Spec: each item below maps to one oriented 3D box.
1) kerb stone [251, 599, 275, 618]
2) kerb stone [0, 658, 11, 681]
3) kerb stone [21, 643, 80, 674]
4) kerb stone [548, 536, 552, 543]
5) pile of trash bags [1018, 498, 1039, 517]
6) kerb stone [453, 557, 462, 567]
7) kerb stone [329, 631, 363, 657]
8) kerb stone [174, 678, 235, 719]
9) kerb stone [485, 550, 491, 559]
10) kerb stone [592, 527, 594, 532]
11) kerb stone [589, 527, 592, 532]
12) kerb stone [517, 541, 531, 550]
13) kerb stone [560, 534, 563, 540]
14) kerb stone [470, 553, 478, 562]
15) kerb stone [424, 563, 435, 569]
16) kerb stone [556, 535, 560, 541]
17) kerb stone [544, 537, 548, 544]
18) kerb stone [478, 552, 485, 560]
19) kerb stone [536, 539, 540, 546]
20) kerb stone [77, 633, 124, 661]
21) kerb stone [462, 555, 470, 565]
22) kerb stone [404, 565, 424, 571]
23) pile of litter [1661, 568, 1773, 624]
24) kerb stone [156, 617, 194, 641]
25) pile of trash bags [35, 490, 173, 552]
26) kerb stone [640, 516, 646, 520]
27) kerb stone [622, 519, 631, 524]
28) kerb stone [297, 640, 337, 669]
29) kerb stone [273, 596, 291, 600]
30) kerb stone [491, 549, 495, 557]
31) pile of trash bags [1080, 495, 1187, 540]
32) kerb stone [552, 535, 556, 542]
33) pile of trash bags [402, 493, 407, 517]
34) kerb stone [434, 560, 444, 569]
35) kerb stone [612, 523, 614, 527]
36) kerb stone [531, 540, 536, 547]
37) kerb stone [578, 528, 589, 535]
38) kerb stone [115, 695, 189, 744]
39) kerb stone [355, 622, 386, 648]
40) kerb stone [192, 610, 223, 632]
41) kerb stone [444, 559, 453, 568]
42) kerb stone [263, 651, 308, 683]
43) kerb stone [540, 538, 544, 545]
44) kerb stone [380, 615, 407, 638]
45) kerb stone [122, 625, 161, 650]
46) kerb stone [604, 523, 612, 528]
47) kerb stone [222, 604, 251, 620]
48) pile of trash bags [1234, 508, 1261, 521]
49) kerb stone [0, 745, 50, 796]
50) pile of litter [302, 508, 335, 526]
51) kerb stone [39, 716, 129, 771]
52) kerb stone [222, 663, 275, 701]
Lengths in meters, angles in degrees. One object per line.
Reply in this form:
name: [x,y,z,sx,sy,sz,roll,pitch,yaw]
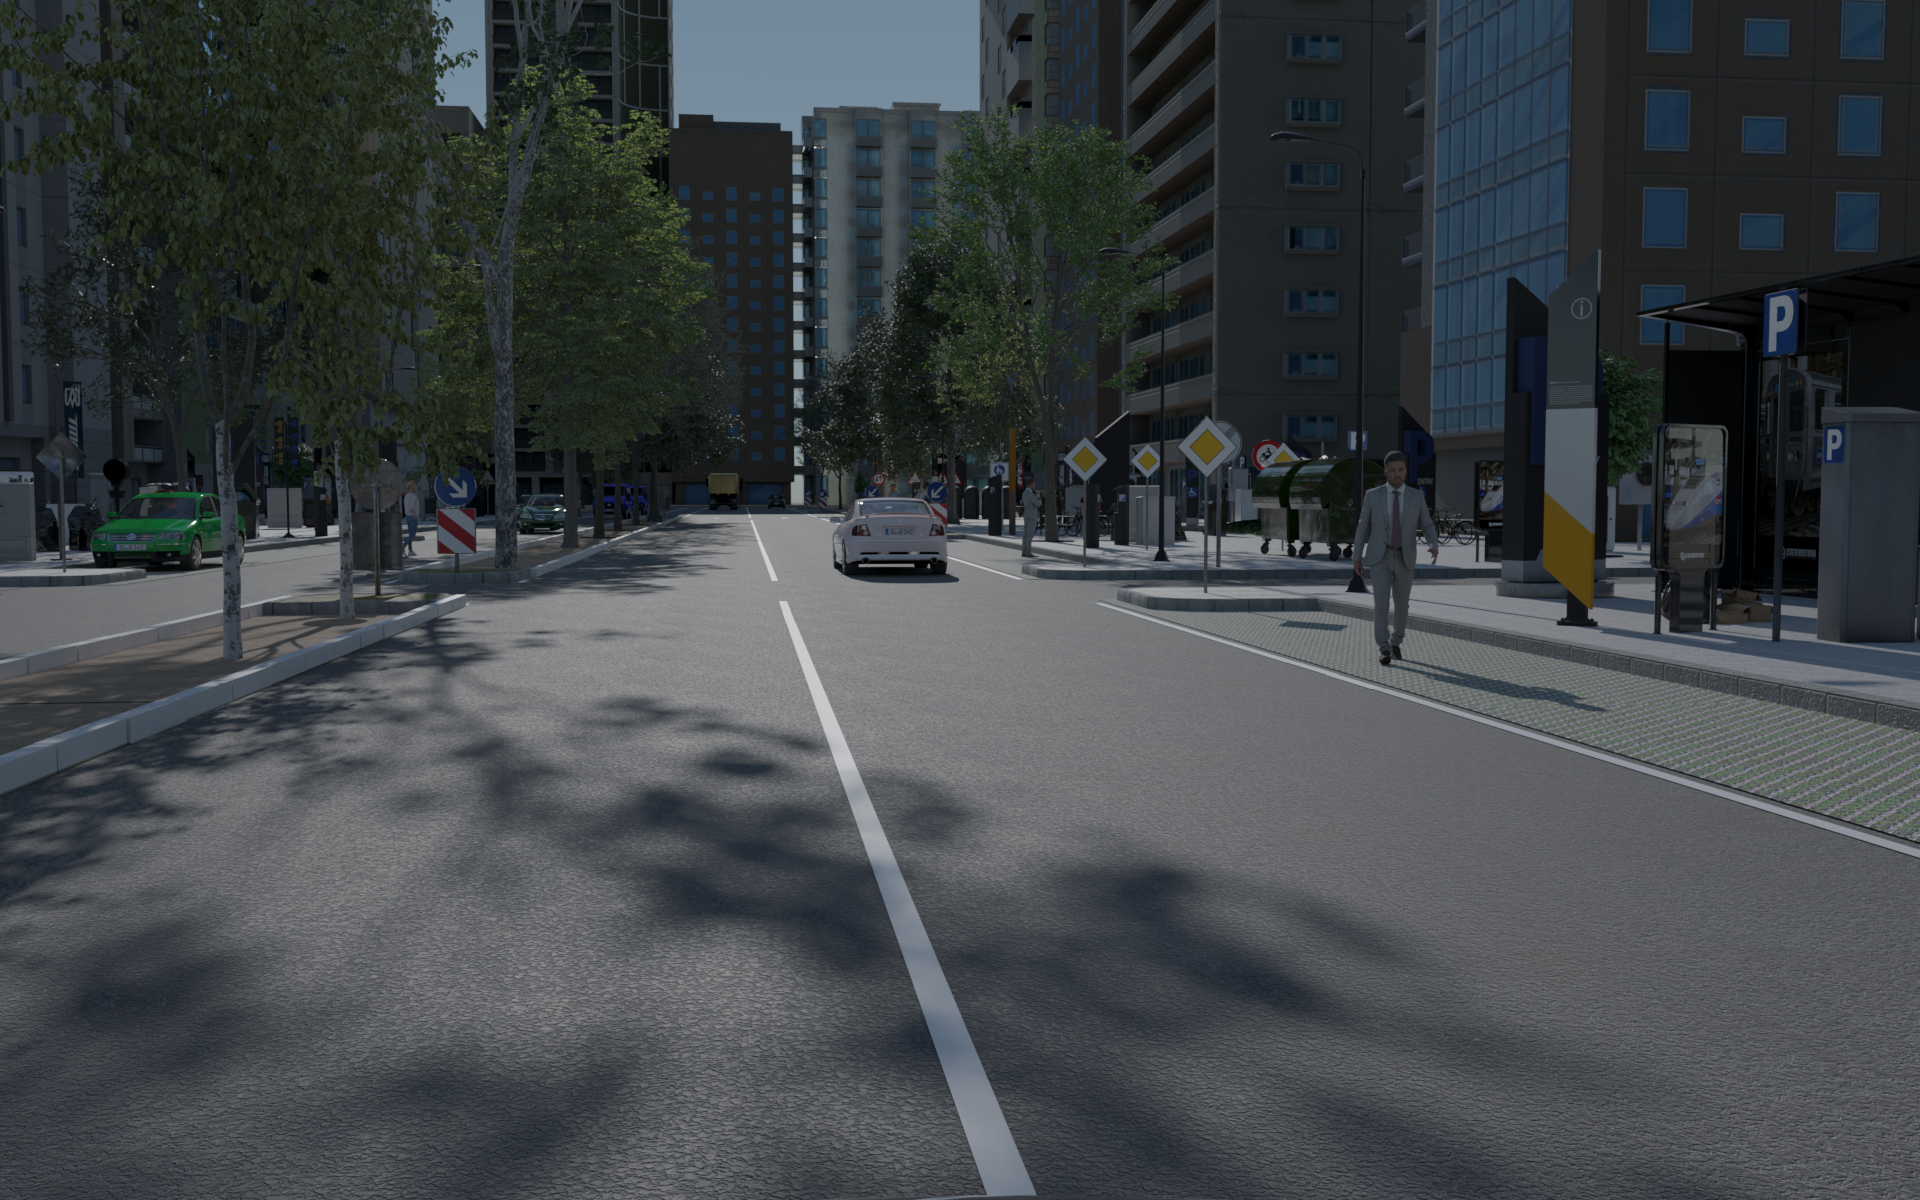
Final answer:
kerb stone: [-8.251,0.116,20.293,0.120,0.150,1.000,0,4,-7]
kerb stone: [-7.362,0.561,13.172,0.120,0.150,1.000,0,4,-7]
kerb stone: [-7.485,0.490,14.186,0.120,0.150,1.000,0,4,-7]
kerb stone: [-12.056,-1.724,50.381,0.120,0.150,1.000,0,4,-7]
pile of trash bags: [4.854,-5.327,96.841,3.447,1.369,1.912,1,4,14]
kerb stone: [-9.997,-0.724,34.088,0.120,0.150,1.000,0,4,-7]
kerb stone: [-5.538,0.412,15.491,0.120,0.150,1.000,0,4,-7]
kerb stone: [-5.014,0.658,11.437,0.120,0.150,1.000,0,4,-7]
kerb stone: [-10.520,-0.975,38.167,0.120,0.150,1.000,0,4,-7]
kerb stone: [-13.850,-2.591,64.617,0.120,0.150,1.000,0,4,-7]
kerb stone: [-13.724,-2.532,63.597,0.120,0.150,1.000,0,4,-7]
kerb stone: [-11.417,-1.413,45.294,0.120,0.150,1.000,0,4,-7]
kerb stone: [-12.445,-1.911,53.435,0.120,0.150,1.000,0,4,-7]
kerb stone: [-10.256,-0.853,36.135,0.120,0.150,1.000,0,4,-7]
kerb stone: [-9.612,-0.538,31.030,0.120,0.150,1.000,0,4,-7]
kerb stone: [-12.310,-1.848,52.422,0.120,0.150,1.000,0,4,-7]
kerb stone: [-11.920,-1.662,49.365,0.120,0.150,1.000,0,4,-7]
kerb stone: [-10.384,-0.911,37.149,0.120,0.150,1.000,0,4,-7]
kerb stone: [-11.674,-1.536,47.325,0.120,0.150,1.000,0,4,-7]
kerb stone: [-7.606,0.430,15.202,0.120,0.150,1.000,0,4,-7]
kerb stone: [-10.126,-0.787,35.114,0.120,0.150,1.000,0,4,-7]
kerb stone: [-9.480,-0.476,30.002,0.120,0.150,1.000,0,4,-7]
pile of litter: [7.852,-0.235,17.804,1.719,0.858,1.176,-3,4,-39]
kerb stone: [-7.869,0.303,17.243,0.120,0.150,1.000,0,4,-7]
pile of trash bags: [-19.639,-1.814,39.409,3.447,1.369,1.912,-1,4,-22]
kerb stone: [-18.352,-4.773,100.235,0.120,0.150,1.000,0,4,-7]
kerb stone: [-16.555,-3.901,85.970,0.120,0.150,1.000,0,4,-7]
kerb stone: [-5.408,0.472,14.478,0.120,0.150,1.000,0,4,-7]
kerb stone: [-8.386,0.054,21.306,0.120,0.150,1.000,0,4,-7]
kerb stone: [-10.636,-1.035,39.183,0.120,0.150,1.000,0,4,-7]
pile of trash bags: [4.716,-2.365,48.428,1.912,1.369,3.447,-3,5,-45]
kerb stone: [-12.184,-1.785,51.400,0.120,0.150,1.000,0,4,-7]
pile of trash bags: [-31.519,-5.361,97.404,1.912,1.369,3.447,0,4,-7]
kerb stone: [-9.741,-0.603,32.055,0.120,0.150,1.000,0,4,-7]
kerb stone: [-15.139,-3.216,74.782,0.120,0.150,1.000,0,4,-7]
kerb stone: [-11.539,-1.475,46.309,0.120,0.150,1.000,0,4,-7]
kerb stone: [-13.603,-2.470,62.581,0.120,0.150,1.000,0,4,-7]
kerb stone: [-4.881,0.720,10.424,0.120,0.150,1.000,0,4,-7]
kerb stone: [-5.663,0.351,16.508,0.120,0.150,1.000,0,4,-7]
kerb stone: [-8.004,0.241,18.259,0.120,0.150,1.000,0,4,-7]
kerb stone: [-9.876,-0.665,33.069,0.120,0.150,1.000,0,4,-7]
kerb stone: [-5.278,0.534,13.464,0.120,0.150,1.000,0,4,-7]
kerb stone: [-11.795,-1.596,48.342,0.120,0.150,1.000,0,4,-7]
kerb stone: [-5.784,0.286,17.523,0.120,0.150,1.000,0,4,-7]
kerb stone: [-7.740,0.373,16.218,0.120,0.150,1.000,0,4,-7]
kerb stone: [-15.014,-3.154,73.762,0.120,0.150,1.000,0,4,-7]
kerb stone: [-8.129,0.178,19.278,0.120,0.150,1.000,0,4,-7]
pile of trash bags: [10.891,-3.415,65.583,3.447,1.369,1.912,-1,4,-19]
kerb stone: [-4.638,0.847,8.394,0.120,0.150,1.000,0,4,-7]
pile of litter: [-26.006,-3.424,69.947,1.176,0.858,1.719,3,5,41]
kerb stone: [-4.767,0.782,9.408,0.120,0.150,1.000,0,4,-7]
kerb stone: [-5.143,0.597,12.451,0.120,0.150,1.000,0,4,-7]
